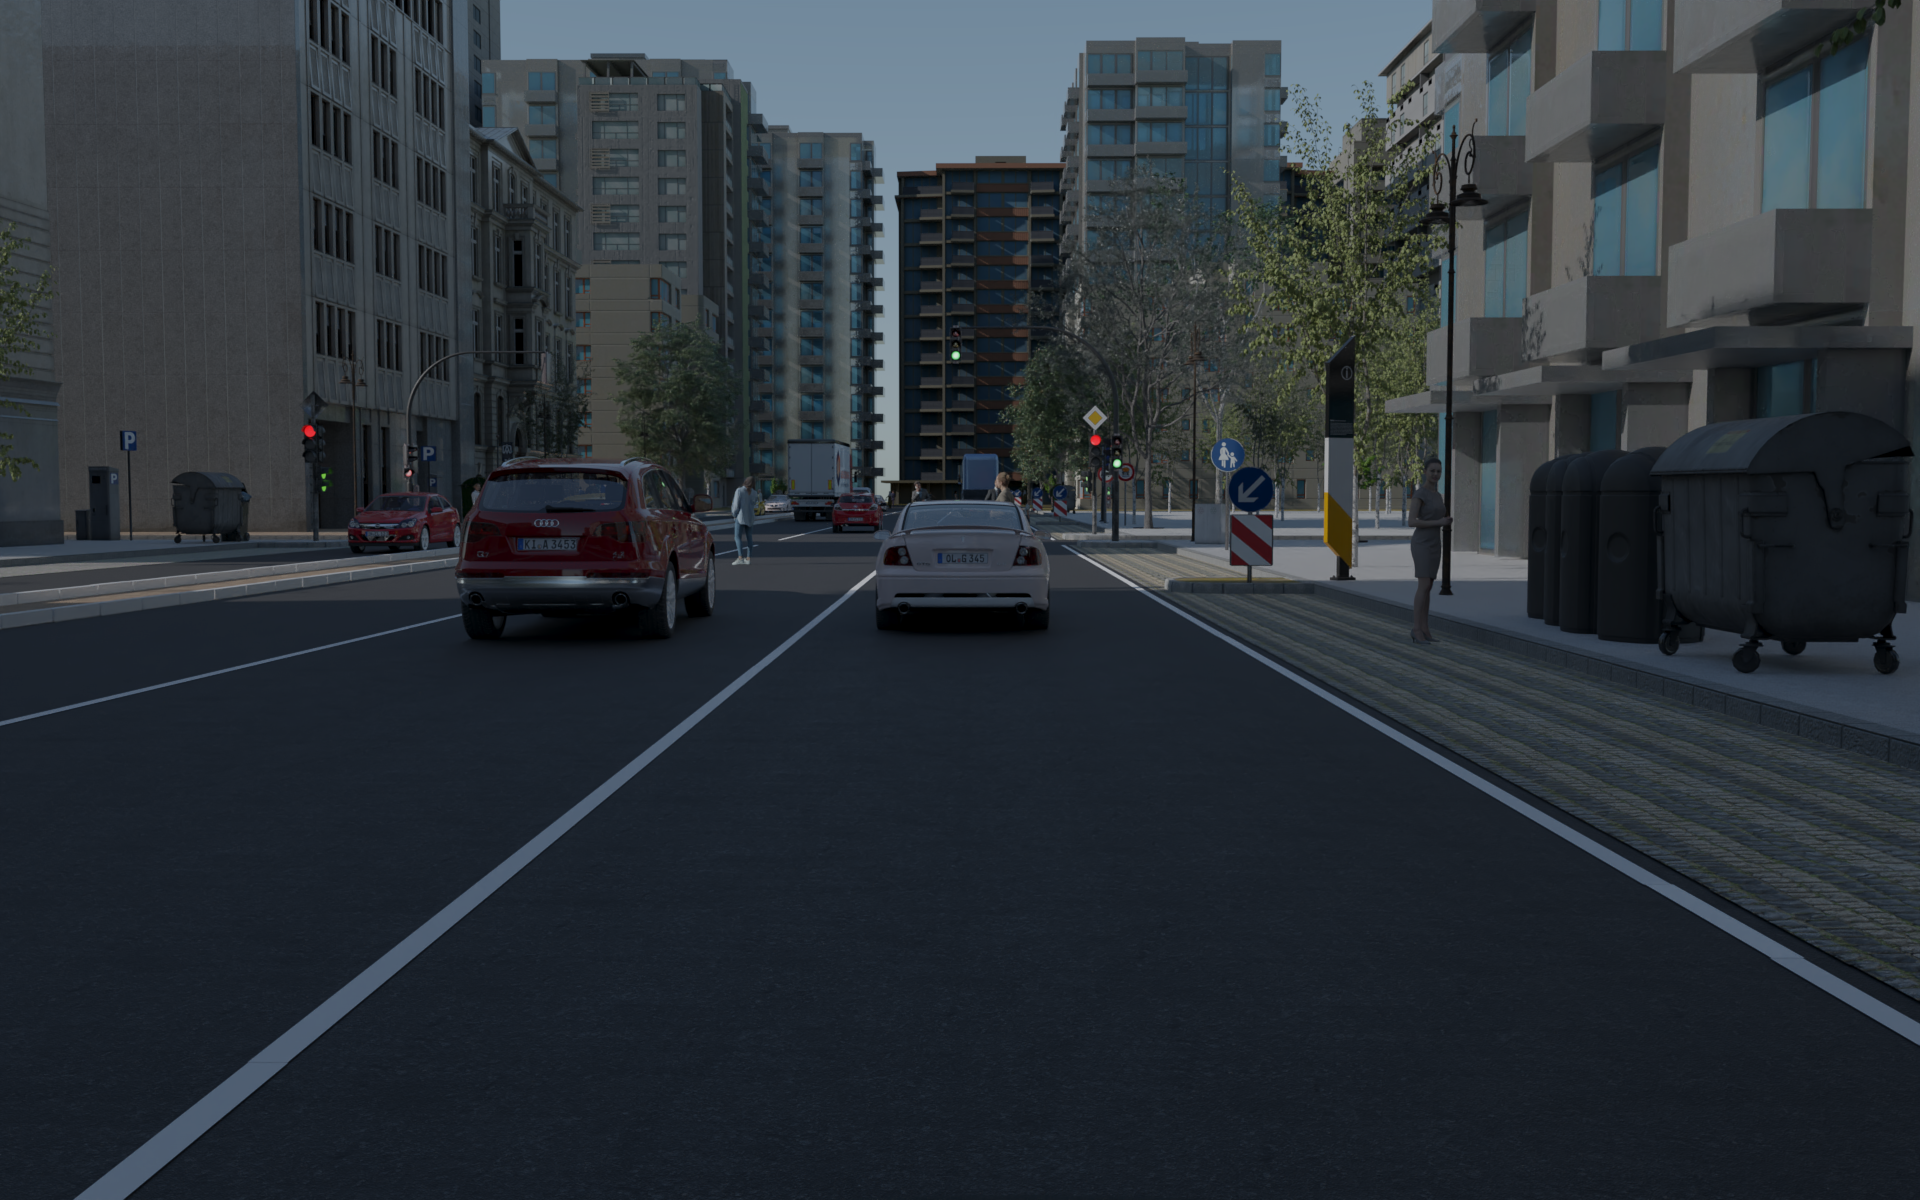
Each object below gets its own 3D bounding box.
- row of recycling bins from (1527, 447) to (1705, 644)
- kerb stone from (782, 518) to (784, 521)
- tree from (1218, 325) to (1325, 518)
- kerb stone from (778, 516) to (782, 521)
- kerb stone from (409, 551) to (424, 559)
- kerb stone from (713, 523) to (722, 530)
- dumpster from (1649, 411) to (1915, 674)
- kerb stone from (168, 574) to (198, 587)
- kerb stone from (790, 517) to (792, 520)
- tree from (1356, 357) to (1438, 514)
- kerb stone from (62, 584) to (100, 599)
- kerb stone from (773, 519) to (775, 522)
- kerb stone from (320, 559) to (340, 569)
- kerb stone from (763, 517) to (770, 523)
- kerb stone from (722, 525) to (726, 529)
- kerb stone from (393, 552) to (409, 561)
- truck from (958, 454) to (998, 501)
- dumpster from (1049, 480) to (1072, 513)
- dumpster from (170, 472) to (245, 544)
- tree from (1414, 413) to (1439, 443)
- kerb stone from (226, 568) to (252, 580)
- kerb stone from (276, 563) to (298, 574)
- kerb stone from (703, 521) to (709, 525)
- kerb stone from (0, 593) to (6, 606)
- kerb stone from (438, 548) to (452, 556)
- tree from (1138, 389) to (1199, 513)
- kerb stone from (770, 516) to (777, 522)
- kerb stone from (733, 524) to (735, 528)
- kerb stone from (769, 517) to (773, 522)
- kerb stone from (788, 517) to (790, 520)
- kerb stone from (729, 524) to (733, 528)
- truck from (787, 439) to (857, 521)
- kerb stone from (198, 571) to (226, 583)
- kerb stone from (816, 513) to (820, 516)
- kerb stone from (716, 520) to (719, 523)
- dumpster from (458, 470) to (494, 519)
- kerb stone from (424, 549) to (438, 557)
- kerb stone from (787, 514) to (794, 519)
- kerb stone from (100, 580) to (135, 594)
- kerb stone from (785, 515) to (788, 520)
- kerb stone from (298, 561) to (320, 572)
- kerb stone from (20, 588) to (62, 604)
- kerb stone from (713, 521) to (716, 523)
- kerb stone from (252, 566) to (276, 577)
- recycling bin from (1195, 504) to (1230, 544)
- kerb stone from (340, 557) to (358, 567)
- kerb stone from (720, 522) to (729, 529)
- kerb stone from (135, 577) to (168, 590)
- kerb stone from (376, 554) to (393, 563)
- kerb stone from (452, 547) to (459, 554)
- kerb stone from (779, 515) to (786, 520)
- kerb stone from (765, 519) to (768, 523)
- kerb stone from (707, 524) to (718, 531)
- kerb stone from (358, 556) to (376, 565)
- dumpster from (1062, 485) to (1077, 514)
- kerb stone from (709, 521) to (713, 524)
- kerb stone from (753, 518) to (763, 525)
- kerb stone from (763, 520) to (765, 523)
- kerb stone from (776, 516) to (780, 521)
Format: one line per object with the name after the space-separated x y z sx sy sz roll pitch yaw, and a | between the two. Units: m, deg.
6.147 -0.573 16.486 1.069 1.692 3.534 0 4 6 | row of recycling bins
-9.614 -4.277 92.130 0.120 0.150 1.000 0 4 0 | kerb stone
13.095 -7.594 74.530 4.360 8.622 3.978 0 3 0 | tree
-9.616 -4.215 91.108 0.120 0.150 1.000 0 4 0 | kerb stone
-12.133 -0.984 38.297 0.120 0.150 1.000 0 4 0 | kerb stone
-9.790 -2.898 69.579 0.120 0.150 1.000 0 4 0 | kerb stone
6.141 -0.444 13.022 1.264 1.857 1.865 0 4 1 | dumpster
-12.222 -0.294 27.031 0.120 0.150 1.000 0 4 0 | kerb stone
-9.582 -4.528 96.235 0.120 0.150 1.000 0 4 0 | kerb stone
23.365 -8.640 91.625 4.360 8.622 3.978 0 3 0 | tree
-12.244 -0.102 23.961 0.120 0.150 1.000 0 4 0 | kerb stone
-9.641 -4.021 88.031 0.120 0.150 1.000 0 4 0 | kerb stone
-12.176 -0.672 33.177 0.120 0.150 1.000 0 4 0 | kerb stone
-9.665 -3.899 85.985 0.120 0.150 1.000 0 4 0 | kerb stone
-9.781 -2.959 70.605 0.120 0.150 1.000 0 4 0 | kerb stone
-12.142 -0.919 37.275 0.120 0.150 1.000 0 4 0 | kerb stone
1.472 -7.379 110.401 2.967 4.110 18.799 0 4 -1 | truck
6.888 -7.131 119.079 1.502 2.255 1.985 0 4 0 | dumpster
-19.802 -2.436 45.581 1.264 1.857 1.865 0 4 1 | dumpster
30.083 -10.182 100.895 7.601 10.594 8.767 -2 4 -33 | tree
-12.205 -0.415 29.075 0.120 0.150 1.000 0 4 0 | kerb stone
-12.192 -0.544 31.129 0.120 0.150 1.000 0 4 0 | kerb stone
-11.807 -3.526 79.863 0.120 0.150 1.000 0 4 0 | kerb stone
-12.263 0.017 21.910 0.120 0.150 1.000 0 4 0 | kerb stone
-12.116 -1.108 40.345 0.120 0.150 1.000 0 4 0 | kerb stone
13.979 -10.107 115.604 4.360 8.622 3.978 0 3 0 | tree
-9.636 -4.085 89.054 0.120 0.150 1.000 0 4 0 | kerb stone
-9.755 -3.148 73.675 0.120 0.150 1.000 0 4 0 | kerb stone
-9.656 -3.964 87.007 0.120 0.150 1.000 0 4 0 | kerb stone
-9.593 -4.463 95.213 0.120 0.150 1.000 0 4 0 | kerb stone
-9.765 -3.084 72.653 0.120 0.150 1.000 0 4 0 | kerb stone
-7.408 -6.429 94.023 2.839 4.237 11.283 0 4 2 | truck
-12.200 -0.358 28.053 0.120 0.150 1.000 0 4 0 | kerb stone
-9.418 -5.780 116.715 0.120 0.150 1.000 0 4 0 | kerb stone
-11.785 -3.713 82.941 0.120 0.150 1.000 0 4 0 | kerb stone
-19.538 -4.183 70.878 1.502 2.255 1.985 0 4 1 | dumpster
-12.131 -1.046 39.321 0.120 0.150 1.000 0 4 0 | kerb stone
-9.577 -4.591 97.264 0.120 0.150 1.000 0 4 0 | kerb stone
-12.238 -0.170 24.982 0.120 0.150 1.000 0 4 0 | kerb stone
-9.601 -4.403 94.191 0.120 0.150 1.000 0 4 0 | kerb stone
-12.180 -0.609 32.155 0.120 0.150 1.000 0 4 0 | kerb stone
-12.257 -0.041 22.939 0.120 0.150 1.000 0 4 0 | kerb stone
-11.790 -3.650 81.914 0.120 0.150 1.000 0 4 0 | kerb stone
-12.205 -0.484 30.107 0.120 0.150 1.000 0 4 0 | kerb stone
6.503 -1.960 44.603 0.722 1.027 0.722 2 4 29 | recycling bin
-12.167 -0.732 34.199 0.120 0.150 1.000 0 4 0 | kerb stone
-9.773 -3.021 71.630 0.120 0.150 1.000 0 4 0 | kerb stone
-12.226 -0.229 26.004 0.120 0.150 1.000 0 4 0 | kerb stone
-12.152 -0.858 36.246 0.120 0.150 1.000 0 4 0 | kerb stone
-12.114 -1.167 41.367 0.120 0.150 1.000 0 4 0 | kerb stone
-9.608 -4.338 93.169 0.120 0.150 1.000 0 4 0 | kerb stone
-9.675 -3.839 84.963 0.120 0.150 1.000 0 4 0 | kerb stone
-9.804 -2.832 68.557 0.120 0.150 1.000 0 4 0 | kerb stone
-12.163 -0.797 35.221 0.120 0.150 1.000 0 4 0 | kerb stone
6.877 -6.455 111.305 1.264 1.857 1.865 0 4 1 | dumpster
-11.799 -3.590 80.886 0.120 0.150 1.000 0 4 0 | kerb stone
-9.685 -3.708 82.906 0.120 0.150 1.000 0 4 0 | kerb stone
-9.683 -3.776 83.928 0.120 0.150 1.000 0 4 0 | kerb stone
-9.634 -4.152 90.085 0.120 0.150 1.000 0 4 0 | kerb stone
